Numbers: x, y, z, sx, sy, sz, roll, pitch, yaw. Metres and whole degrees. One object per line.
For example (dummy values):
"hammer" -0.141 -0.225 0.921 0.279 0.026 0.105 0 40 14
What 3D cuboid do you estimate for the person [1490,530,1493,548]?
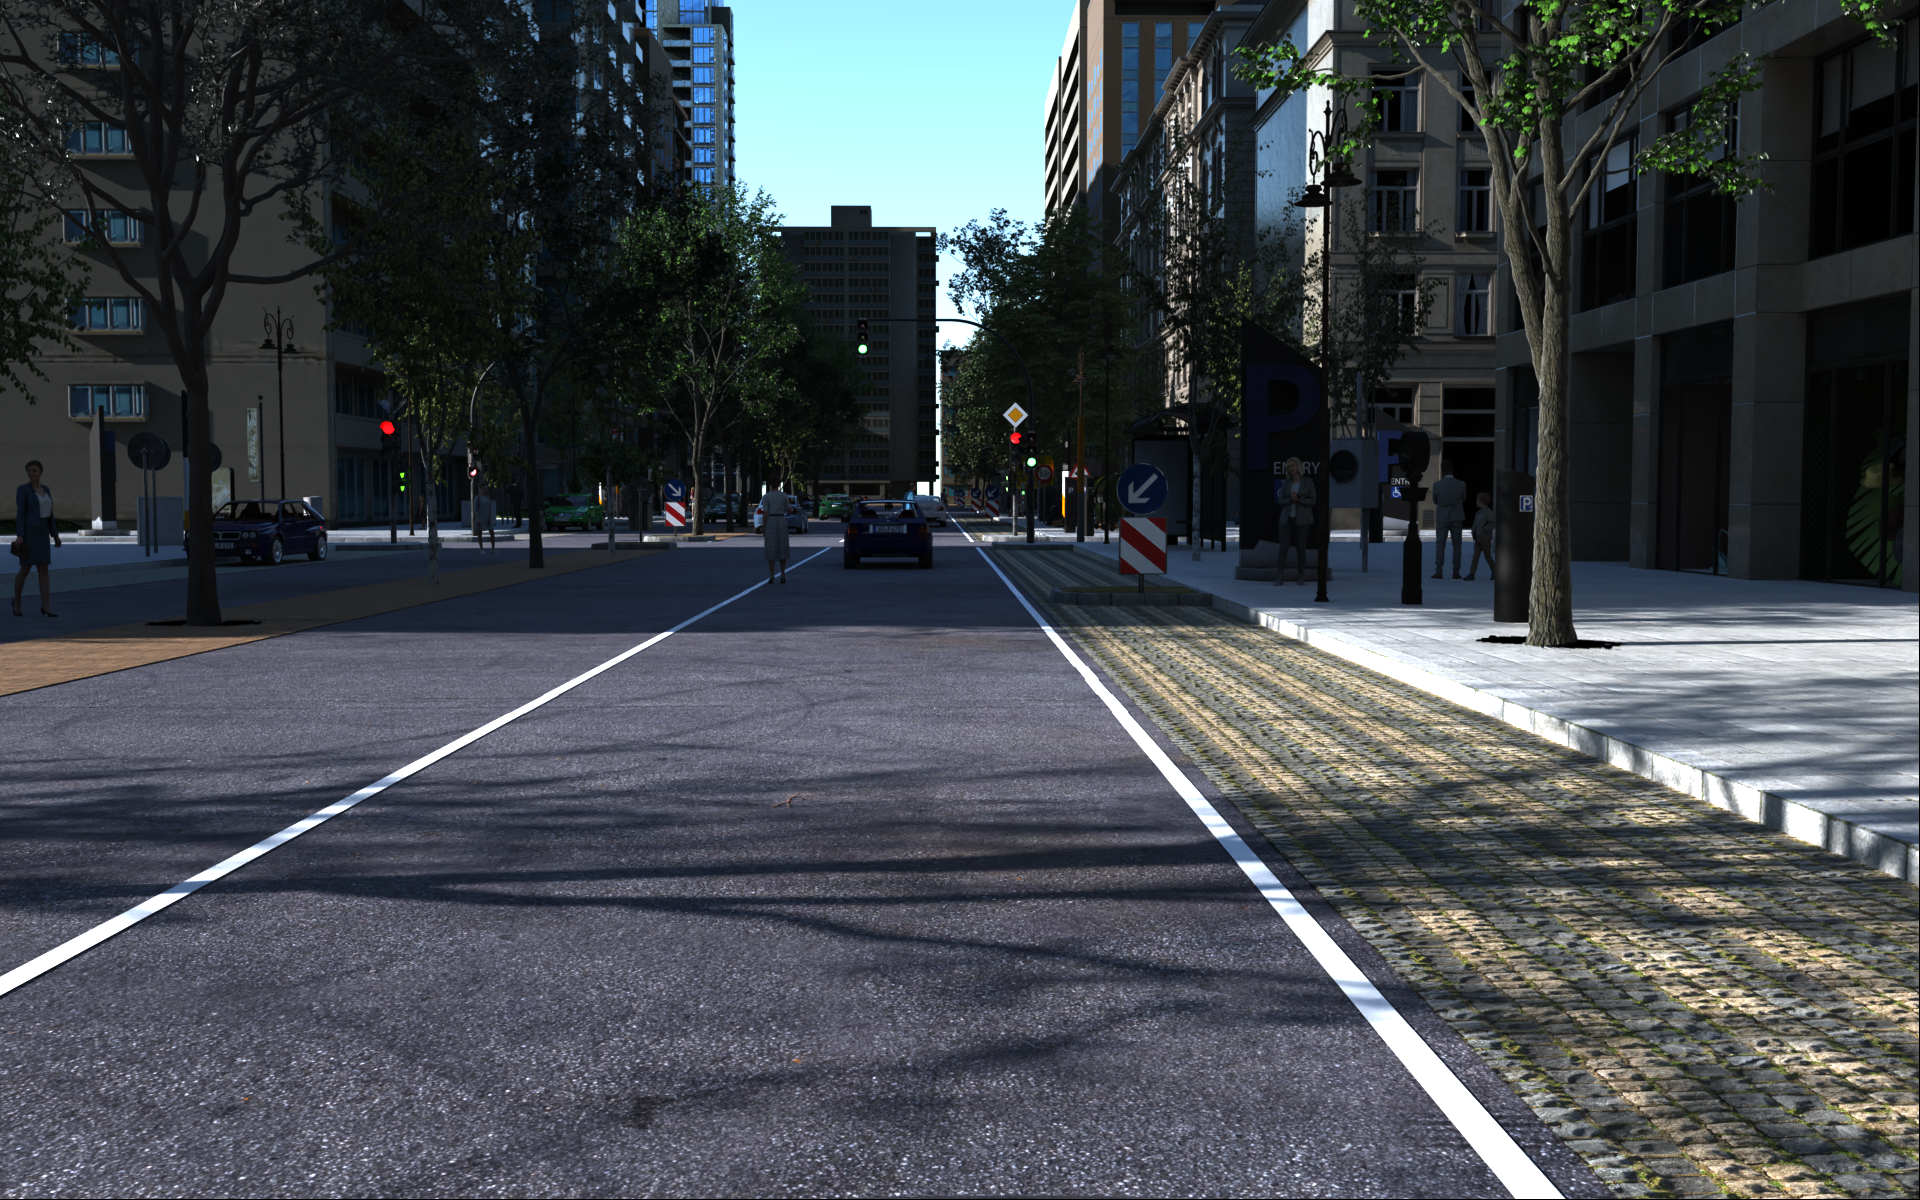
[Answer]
"person" 12.854 -2.096 41.158 0.643 1.720 0.563 2 4 33

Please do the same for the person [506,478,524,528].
"person" -16.915 -3.694 65.797 0.474 1.900 0.648 2 4 24

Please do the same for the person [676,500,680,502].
"person" -23.946 -8.601 147.348 0.721 1.739 1.217 3 4 39

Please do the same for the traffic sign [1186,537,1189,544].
"traffic sign" 5.833 -2.699 44.239 0.768 2.556 0.104 0 4 6

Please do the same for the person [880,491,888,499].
"person" -6.480 -8.755 152.365 1.217 1.735 0.721 -2 4 -25

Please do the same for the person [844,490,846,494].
"person" -9.950 -8.607 149.775 0.990 1.755 0.434 1 4 15

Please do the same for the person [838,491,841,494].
"person" -11.410 -9.422 163.490 0.436 1.711 0.756 3 5 39

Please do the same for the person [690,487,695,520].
"person" -14.798 -5.394 96.673 0.573 1.828 0.580 2 4 30

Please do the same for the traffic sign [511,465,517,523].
"traffic sign" -19.502 -4.608 75.450 0.768 2.556 0.104 0 4 0

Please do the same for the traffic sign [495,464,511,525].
"traffic sign" -19.050 -4.402 72.083 0.768 2.556 0.104 0 4 2

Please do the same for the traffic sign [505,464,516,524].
"traffic sign" -19.338 -4.518 73.983 0.768 2.556 0.104 0 4 2

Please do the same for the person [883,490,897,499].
"person" -6.071 -8.695 150.668 1.348 1.823 0.705 1 4 17

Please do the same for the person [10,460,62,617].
"person" -10.821 -0.717 20.240 0.654 1.822 0.581 2 4 35

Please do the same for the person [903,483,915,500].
"person" -1.589 -2.787 54.409 0.444 1.785 0.601 -2 4 -26

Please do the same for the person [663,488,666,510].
"person" -23.438 -7.985 136.538 0.705 1.831 1.348 -3 4 -36

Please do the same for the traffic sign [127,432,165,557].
"traffic sign" -16.639 -2.159 35.406 0.768 2.556 0.104 0 4 2

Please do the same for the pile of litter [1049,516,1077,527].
"pile of litter" 4.007 -3.268 67.391 1.176 0.858 1.719 3 5 41

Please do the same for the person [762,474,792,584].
"person" -2.938 -1.143 27.765 0.480 1.755 0.524 -1 4 -14

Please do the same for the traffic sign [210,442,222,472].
"traffic sign" -18.258 -2.561 41.984 0.768 2.556 0.104 0 4 3

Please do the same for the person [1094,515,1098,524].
"person" 4.327 -2.842 58.007 0.738 1.151 1.012 2 4 27

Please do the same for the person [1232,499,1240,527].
"person" 11.003 -3.468 68.241 0.738 1.151 1.012 1 4 13

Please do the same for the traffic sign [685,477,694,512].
"traffic sign" -19.815 -7.731 126.505 0.768 2.556 0.104 0 4 7

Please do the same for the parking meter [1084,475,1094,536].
"parking meter" 3.890 -2.863 52.518 0.255 1.863 0.399 -1 4 -22

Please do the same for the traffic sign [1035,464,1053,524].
"traffic sign" 3.616 -4.547 74.447 0.768 2.556 0.104 0 4 0

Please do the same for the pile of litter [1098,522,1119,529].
"pile of litter" 5.458 -3.079 64.304 1.176 0.858 1.719 0 4 7

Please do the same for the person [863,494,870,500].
"person" -9.763 -10.250 179.344 1.065 1.426 0.557 0 4 5

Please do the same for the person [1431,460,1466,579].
"person" 7.425 -1.230 26.340 0.511 1.800 0.466 0 4 -2

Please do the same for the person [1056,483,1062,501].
"person" 4.619 -4.344 77.321 0.529 1.795 0.600 -2 4 -24

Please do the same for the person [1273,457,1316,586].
"person" 4.703 -1.102 24.241 0.537 1.800 0.526 2 4 32

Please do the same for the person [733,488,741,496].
"person" -21.275 -9.641 163.683 1.348 1.823 0.705 0 4 -3

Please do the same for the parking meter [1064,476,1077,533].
"parking meter" 3.657 -3.145 57.137 0.399 1.863 0.255 0 4 -3

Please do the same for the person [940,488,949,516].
"person" -1.057 -6.387 113.017 0.778 1.811 0.616 -2 4 -26

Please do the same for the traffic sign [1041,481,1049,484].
"traffic sign" 4.309 -5.441 89.067 0.768 2.556 0.104 0 4 8

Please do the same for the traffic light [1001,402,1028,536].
"traffic light" 1.677 -3.921 53.021 0.839 4.253 0.868 0 4 -1

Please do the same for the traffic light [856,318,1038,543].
"traffic light" -0.279 -4.293 44.861 4.771 5.953 1.251 0 4 -1

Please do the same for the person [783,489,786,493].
"person" -14.127 -8.001 139.275 0.705 1.831 1.348 -1 4 -9

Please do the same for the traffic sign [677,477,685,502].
"traffic sign" -20.300 -7.677 125.631 0.768 2.556 0.104 0 4 4

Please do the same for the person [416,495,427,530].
"person" -19.492 -3.177 62.658 0.373 1.253 0.362 0 4 -3

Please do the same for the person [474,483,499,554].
"person" -11.315 -1.936 41.161 0.522 1.701 0.512 3 5 42

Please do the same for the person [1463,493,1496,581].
"person" 7.764 -0.938 25.659 0.640 1.303 0.475 -2 4 -30

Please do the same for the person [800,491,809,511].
"person" -13.199 -8.543 148.898 1.217 1.735 0.721 0 4 -4

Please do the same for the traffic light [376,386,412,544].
"traffic light" -14.648 -3.414 44.746 0.839 4.253 0.868 0 4 -1

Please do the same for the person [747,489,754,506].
"person" -21.906 -10.614 180.130 0.990 1.755 0.434 0 4 2

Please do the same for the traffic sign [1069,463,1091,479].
"traffic sign" 4.264 -3.764 61.543 0.884 2.594 0.081 0 4 2

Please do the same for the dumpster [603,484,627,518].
"dumpster" -18.662 -5.395 93.974 1.264 1.857 1.865 0 4 -1

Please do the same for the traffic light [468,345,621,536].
"traffic light" -12.692 -4.779 52.800 4.771 5.953 1.251 0 4 -1

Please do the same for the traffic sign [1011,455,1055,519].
"traffic sign" 3.744 -5.844 89.428 2.265 3.308 0.079 0 4 4

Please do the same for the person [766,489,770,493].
"person" -18.890 -10.079 171.290 0.568 1.767 0.683 -1 4 -15

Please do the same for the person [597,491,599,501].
"person" -25.028 -7.007 120.787 0.466 1.800 0.511 3 5 39

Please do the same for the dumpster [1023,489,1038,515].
"dumpster" 4.413 -6.167 103.323 1.502 2.255 1.985 0 4 -1

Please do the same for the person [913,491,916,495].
"person" -4.494 -9.760 168.040 1.348 1.831 0.705 3 4 37

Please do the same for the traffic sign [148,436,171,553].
"traffic sign" -17.515 -2.296 37.648 0.768 2.556 0.104 0 4 6

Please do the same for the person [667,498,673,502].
"person" -22.175 -7.695 132.673 0.721 1.723 1.217 0 4 7
